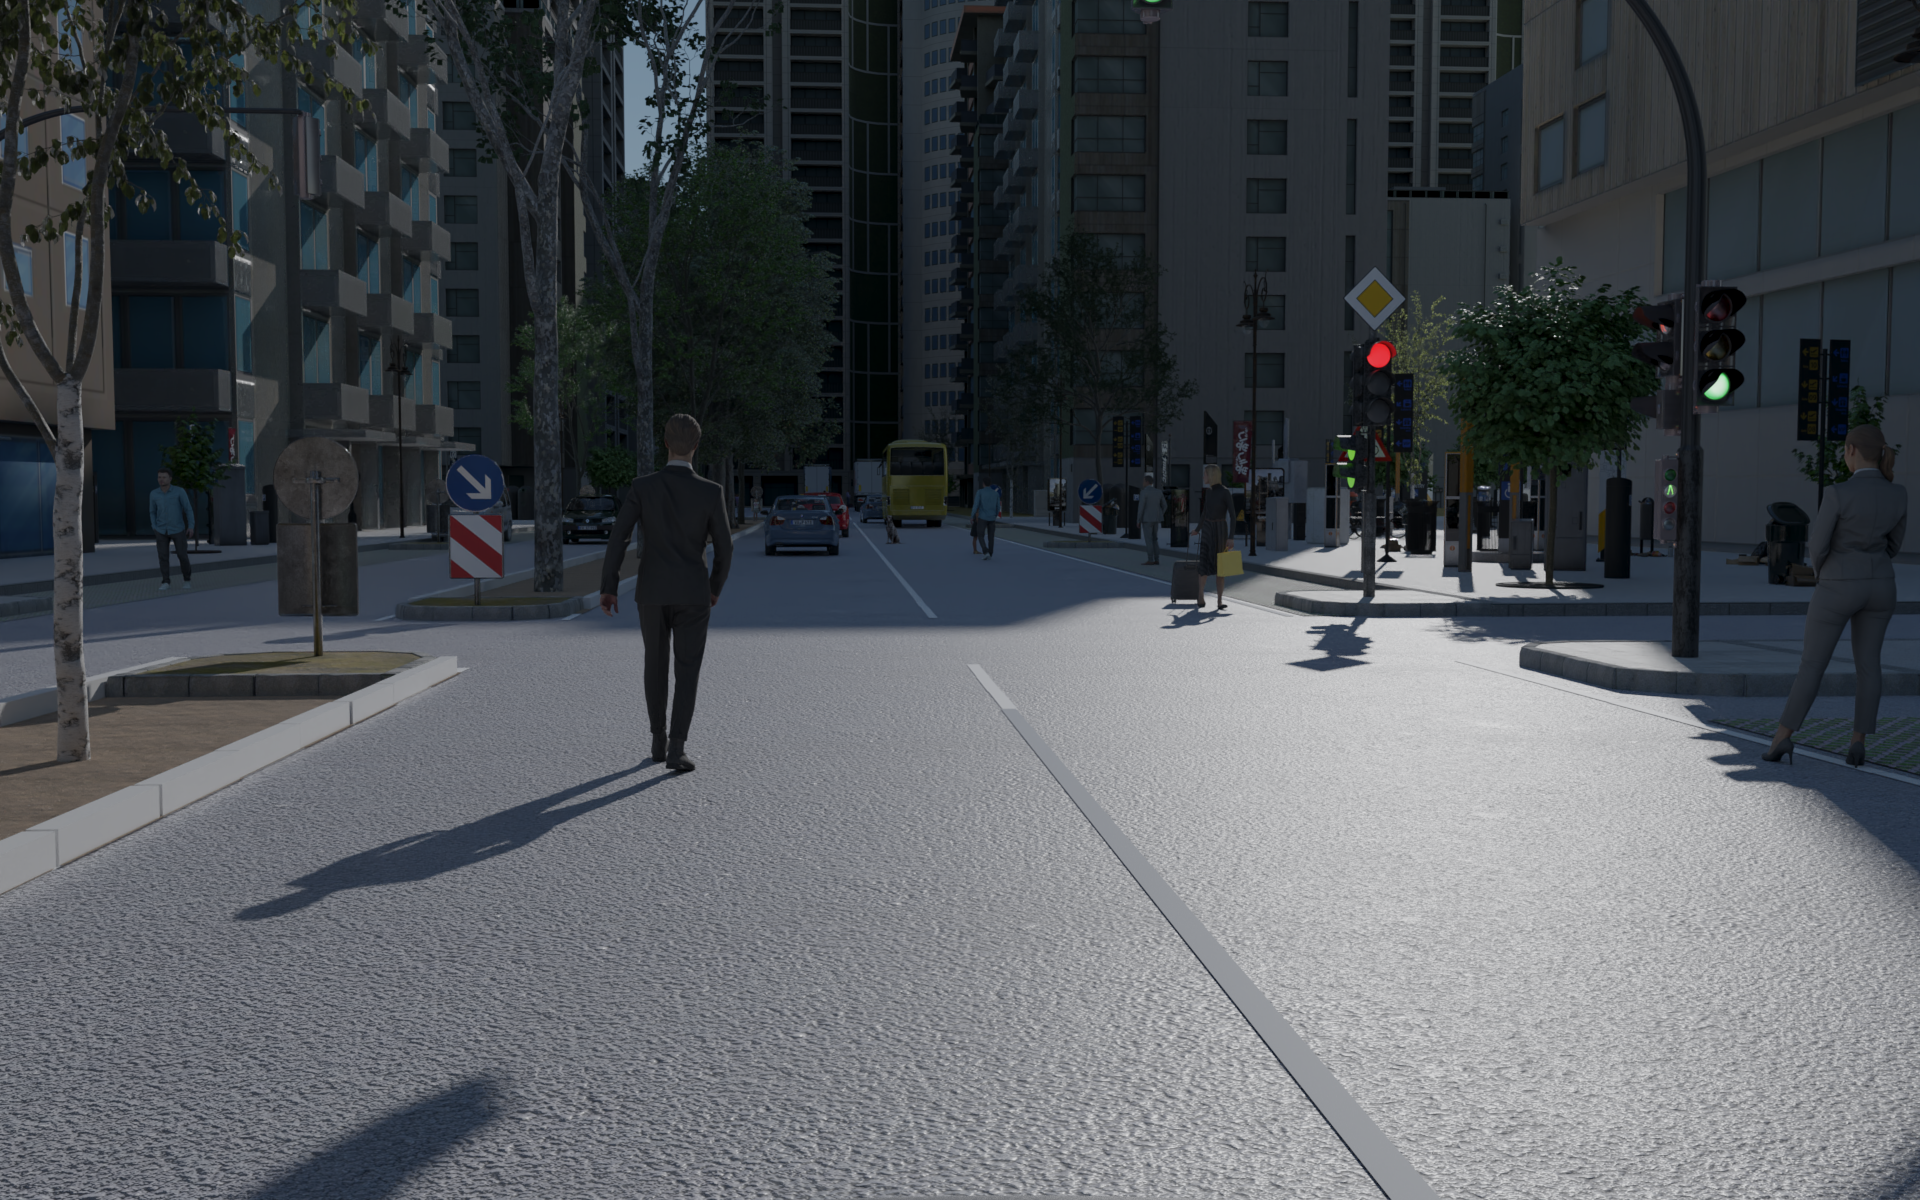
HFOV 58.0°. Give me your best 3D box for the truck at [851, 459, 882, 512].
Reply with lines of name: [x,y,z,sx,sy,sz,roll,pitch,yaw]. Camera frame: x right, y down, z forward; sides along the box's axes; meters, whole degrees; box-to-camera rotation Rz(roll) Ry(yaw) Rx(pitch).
truck: [-7.500,-9.450,143.413,2.839,4.237,11.283,0,4,-5]

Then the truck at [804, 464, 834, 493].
truck: [-13.687,-10.915,167.371,2.839,4.237,11.283,0,4,-3]

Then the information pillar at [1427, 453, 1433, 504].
information pillar: [26.651,-6.538,98.248,0.504,3.616,0.183,-3,5,-39]

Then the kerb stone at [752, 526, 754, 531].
kerb stone: [-7.884,-2.613,64.922,0.120,0.150,1.000,0,4,-4]

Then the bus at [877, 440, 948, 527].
bus: [-2.158,-5.259,77.526,2.896,3.916,12.252,0,4,-4]

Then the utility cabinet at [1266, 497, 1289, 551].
utility cabinet: [7.198,-1.726,39.379,0.306,1.237,1.020,0,4,-3]

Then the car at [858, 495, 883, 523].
car: [-4.057,-4.548,86.356,2.014,1.417,4.499,0,4,-6]

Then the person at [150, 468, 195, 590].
person: [-11.773,-1.065,25.924,0.660,1.820,0.620,-1,4,-8]

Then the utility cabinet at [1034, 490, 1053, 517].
utility cabinet: [4.693,-5.335,95.899,1.173,1.500,0.318,-1,4,-16]

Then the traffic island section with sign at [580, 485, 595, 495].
traffic island section with sign: [-15.768,-3.959,73.353,1.989,1.847,2.006,0,4,-4]

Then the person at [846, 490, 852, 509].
person: [-10.910,-9.932,170.754,0.599,1.838,0.709,-1,4,-14]

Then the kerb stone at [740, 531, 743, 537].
kerb stone: [-7.277,-2.113,56.745,0.120,0.150,1.000,0,4,-4]

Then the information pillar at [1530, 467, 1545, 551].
information pillar: [13.047,-2.111,39.010,0.304,2.012,0.304,-2,4,-23]

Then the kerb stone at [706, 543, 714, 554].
kerb stone: [-6.275,-1.293,43.433,0.120,0.150,1.000,0,4,-4]

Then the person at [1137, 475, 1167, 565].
person: [3.835,-1.601,34.783,0.635,1.810,0.391,-3,5,-41]

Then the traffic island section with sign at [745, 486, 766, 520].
traffic island section with sign: [-11.229,-5.339,95.431,2.006,1.907,1.989,0,4,-4]

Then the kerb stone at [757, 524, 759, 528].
kerb stone: [-8.197,-2.863,69.003,0.120,0.150,1.000,0,4,-4]

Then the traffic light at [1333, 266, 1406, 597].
traffic light: [5.093,-1.994,21.529,0.839,4.253,0.868,0,4,-4]

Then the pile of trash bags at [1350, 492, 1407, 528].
pile of trash bags: [15.670,-3.445,66.071,1.912,1.369,3.447,-1,4,-20]

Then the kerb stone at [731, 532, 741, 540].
kerb stone: [-7.198,-2.051,55.726,0.120,0.150,1.000,0,4,-4]

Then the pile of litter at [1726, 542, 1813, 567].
pile of litter: [14.553,-1.050,31.138,1.176,0.858,1.719,0,4,-4]

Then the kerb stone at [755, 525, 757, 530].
kerb stone: [-8.035,-2.738,66.961,0.120,0.150,1.000,0,4,-4]

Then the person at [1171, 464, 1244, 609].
person: [3.142,-0.813,22.016,0.699,1.804,1.509,0,4,-2]

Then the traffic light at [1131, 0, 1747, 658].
traffic light: [3.611,-2.361,13.269,4.771,5.953,1.251,0,4,-4]

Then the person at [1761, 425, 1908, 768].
person: [4.621,-0.022,9.140,0.520,1.790,0.573,-1,4,-23]

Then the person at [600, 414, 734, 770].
person: [-1.512,-0.051,9.115,0.659,1.850,0.755,0,4,-2]

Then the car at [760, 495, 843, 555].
car: [-3.818,-1.820,41.761,2.014,1.417,4.499,0,4,-5]

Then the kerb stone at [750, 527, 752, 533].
kerb stone: [-7.736,-2.484,62.876,0.120,0.150,1.000,0,4,-4]

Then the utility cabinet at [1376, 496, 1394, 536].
utility cabinet: [13.086,-2.620,53.999,0.306,1.237,1.020,-1,4,-23]

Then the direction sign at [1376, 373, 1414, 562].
direction sign: [8.065,-2.484,32.618,0.876,3.537,0.379,1,4,19]

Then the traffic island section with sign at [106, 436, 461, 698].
traffic island section with sign: [-5.053,-0.305,13.116,2.006,1.907,1.989,0,4,-4]

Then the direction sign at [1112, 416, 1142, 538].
direction sign: [4.852,-3.572,50.394,0.876,3.537,0.379,2,4,25]

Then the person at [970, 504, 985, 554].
person: [0.425,-1.725,41.373,0.373,1.253,0.362,0,4,-6]

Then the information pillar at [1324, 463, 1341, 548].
information pillar: [8.937,-2.266,41.537,0.304,2.012,0.304,2,4,29]

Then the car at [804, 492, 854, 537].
car: [-4.668,-3.033,58.634,2.155,1.783,4.494,0,4,-4]

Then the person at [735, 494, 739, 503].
person: [-15.098,-6.492,117.882,0.697,1.427,0.421,0,4,7]

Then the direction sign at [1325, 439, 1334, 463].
direction sign: [15.269,-4.871,71.637,0.379,3.537,0.876,2,4,31]

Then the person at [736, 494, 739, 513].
person: [-16.759,-7.236,130.032,0.599,1.433,0.991,0,4,-4]

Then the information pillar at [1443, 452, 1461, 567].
information pillar: [8.648,-1.583,30.373,0.304,2.012,0.304,1,4,16]

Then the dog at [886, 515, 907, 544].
dog: [-1.825,-2.021,49.884,0.800,0.831,0.513,-1,4,-22]

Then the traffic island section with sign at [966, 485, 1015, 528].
traffic island section with sign: [1.261,-3.957,73.321,1.989,1.847,2.006,0,4,-4]

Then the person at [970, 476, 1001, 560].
person: [0.584,-1.787,37.743,0.660,1.820,0.620,-2,4,-26]

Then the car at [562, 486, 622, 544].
car: [-10.726,-2.510,50.831,2.009,1.686,4.222,0,4,-6]

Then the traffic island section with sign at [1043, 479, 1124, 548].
traffic island section with sign: [3.272,-2.313,46.441,1.989,1.847,2.006,0,4,-4]

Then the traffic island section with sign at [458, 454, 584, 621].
traffic island section with sign: [-5.597,-0.756,20.503,2.006,1.907,1.989,0,4,-4]

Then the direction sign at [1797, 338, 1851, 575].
direction sign: [12.644,-2.044,25.409,0.876,3.537,0.379,-1,4,-16]

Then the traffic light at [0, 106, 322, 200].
traffic light: [-9.990,-2.798,20.421,4.771,5.953,1.251,0,4,-4]

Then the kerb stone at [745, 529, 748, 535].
kerb stone: [-7.499,-2.299,59.805,0.120,0.150,1.000,0,4,-4]

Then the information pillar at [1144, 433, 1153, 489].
information pillar: [7.299,-4.629,67.037,0.183,3.616,0.504,3,5,41]

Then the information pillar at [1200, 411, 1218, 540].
information pillar: [7.036,-3.512,48.780,0.504,3.616,0.183,-3,4,-36]

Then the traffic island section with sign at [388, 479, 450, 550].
traffic island section with sign: [-13.652,-2.232,45.119,1.989,1.847,2.006,0,4,-4]

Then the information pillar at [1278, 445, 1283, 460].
information pillar: [13.956,-5.101,74.758,0.504,3.616,0.183,0,4,6]

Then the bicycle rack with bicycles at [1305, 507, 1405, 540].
bicycle rack with bicycles: [11.064,-2.223,49.735,2.925,0.926,2.852,3,4,36]

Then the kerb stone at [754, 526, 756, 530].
kerb stone: [-7.959,-2.676,65.942,0.120,0.150,1.000,0,4,-4]

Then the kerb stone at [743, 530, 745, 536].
kerb stone: [-7.350,-2.175,57.765,0.120,0.150,1.000,0,4,-4]

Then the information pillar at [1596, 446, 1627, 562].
information pillar: [12.297,-2.526,32.653,0.504,3.616,0.183,1,4,19]

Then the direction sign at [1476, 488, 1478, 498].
direction sign: [24.556,-5.518,82.220,0.876,3.537,0.379,2,4,33]

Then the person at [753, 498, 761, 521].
person: [-10.590,-4.705,90.448,0.505,1.210,0.382,1,4,16]
